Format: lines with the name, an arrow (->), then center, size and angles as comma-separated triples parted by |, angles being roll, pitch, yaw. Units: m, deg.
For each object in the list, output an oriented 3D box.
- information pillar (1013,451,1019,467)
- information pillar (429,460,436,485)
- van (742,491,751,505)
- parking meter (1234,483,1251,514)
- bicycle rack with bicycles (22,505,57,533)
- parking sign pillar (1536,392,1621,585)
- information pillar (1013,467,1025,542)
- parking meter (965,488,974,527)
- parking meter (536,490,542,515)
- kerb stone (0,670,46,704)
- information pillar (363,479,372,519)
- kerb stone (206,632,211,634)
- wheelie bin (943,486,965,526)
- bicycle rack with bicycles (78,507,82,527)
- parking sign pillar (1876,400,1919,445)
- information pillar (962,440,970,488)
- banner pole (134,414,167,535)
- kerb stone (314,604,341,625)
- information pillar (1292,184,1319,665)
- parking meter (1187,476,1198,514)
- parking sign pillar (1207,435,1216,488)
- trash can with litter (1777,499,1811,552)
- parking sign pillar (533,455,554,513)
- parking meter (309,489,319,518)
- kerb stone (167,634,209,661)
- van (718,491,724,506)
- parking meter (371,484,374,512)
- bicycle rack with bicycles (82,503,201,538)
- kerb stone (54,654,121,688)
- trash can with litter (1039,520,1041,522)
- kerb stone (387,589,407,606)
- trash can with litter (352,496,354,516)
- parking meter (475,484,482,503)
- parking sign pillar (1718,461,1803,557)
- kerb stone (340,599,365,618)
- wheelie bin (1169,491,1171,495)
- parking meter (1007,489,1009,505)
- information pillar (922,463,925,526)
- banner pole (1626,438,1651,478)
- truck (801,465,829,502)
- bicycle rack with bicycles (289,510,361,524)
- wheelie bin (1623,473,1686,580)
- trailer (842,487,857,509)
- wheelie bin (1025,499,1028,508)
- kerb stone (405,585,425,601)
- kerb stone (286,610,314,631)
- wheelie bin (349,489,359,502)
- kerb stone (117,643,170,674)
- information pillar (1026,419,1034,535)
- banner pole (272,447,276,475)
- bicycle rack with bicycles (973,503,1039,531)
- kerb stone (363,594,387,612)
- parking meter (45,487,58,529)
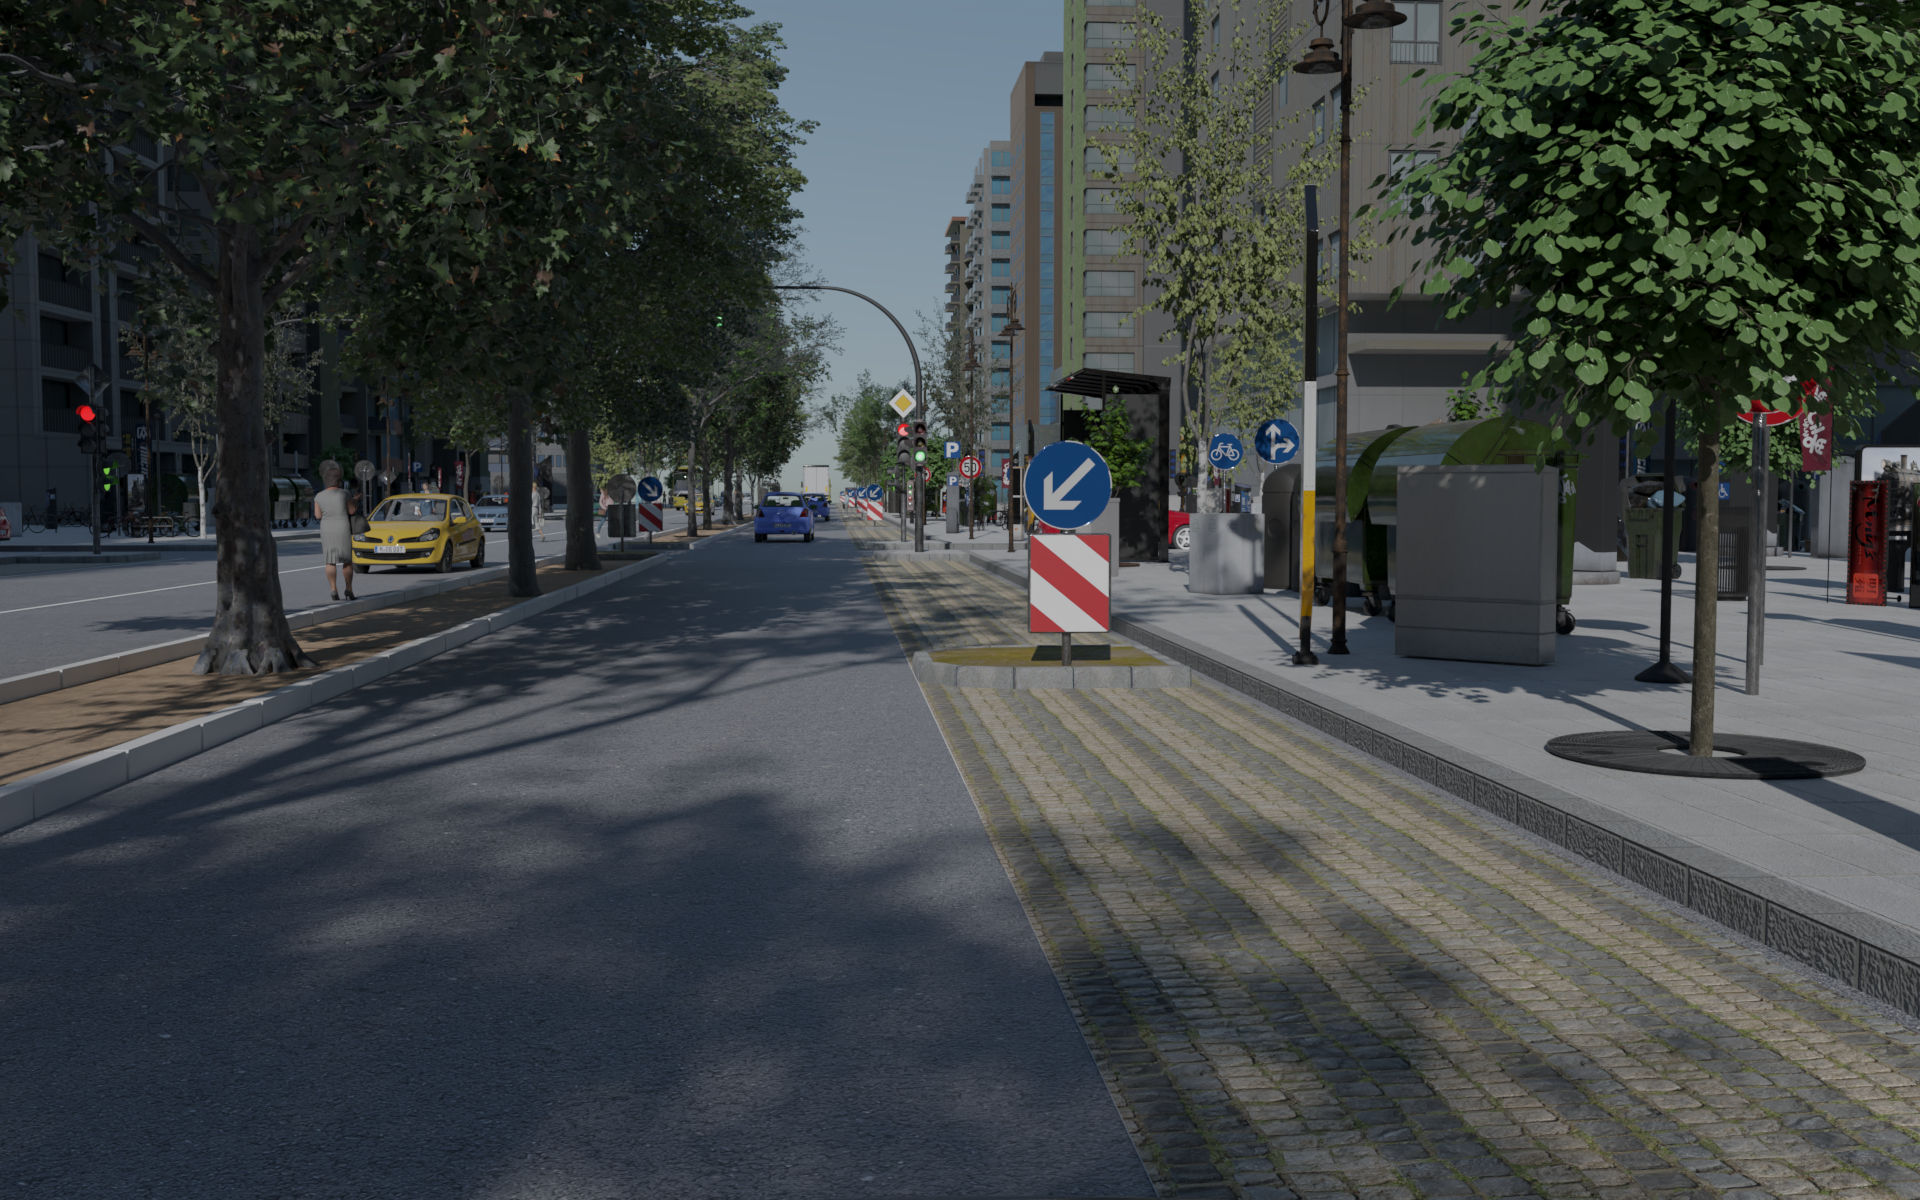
information pillar -> 2.964, -6.258, 93.670 | 0.504, 3.616, 0.183 | 2, 4, 26
information pillar -> -36.295, -7.822, 119.249 | 0.183, 3.616, 0.504 | 3, 4, 38
van -> -28.658, -13.800, 232.637 | 2.013, 2.044, 4.112 | 0, 4, -5
parking meter -> 6.417, -1.891, 39.324 | 0.372, 1.533, 0.369 | 0, 3, 0
bicycle rack with bicycles -> -31.231, -2.651, 56.728 | 2.852, 0.926, 2.925 | 2, 4, 29
parking sign pillar -> 8.810, -2.234, 25.004 | 1.447, 3.967, 1.447 | -3, 5, -41
information pillar -> 1.565, -2.591, 46.859 | 0.304, 2.012, 0.304 | 1, 4, 17
parking meter -> 0.377, -3.636, 67.860 | 0.372, 1.533, 0.369 | 0, 3, 0
parking meter -> -25.256, -5.835, 103.808 | 0.372, 1.533, 0.369 | 0, 3, 0
kerb stone -> -6.590, 0.618, 12.138 | 0.120, 0.150, 1.000 | 0, 4, -4
information pillar -> -24.631, -4.127, 71.973 | 0.304, 2.012, 0.304 | -1, 4, -10
kerb stone -> -6.900, 0.365, 16.222 | 0.120, 0.150, 1.000 | 0, 4, -4
wheelie bin -> -0.116, -3.820, 70.371 | 0.980, 1.594, 0.693 | -2, 4, -29
bicycle rack with bicycles -> -34.471, -3.326, 67.764 | 2.925, 0.926, 2.852 | -2, 4, -32
parking sign pillar -> 26.941, -3.755, 49.869 | 1.447, 3.967, 1.447 | -1, 4, -19
information pillar -> 0.302, -4.885, 71.221 | 0.504, 3.616, 0.183 | 2, 4, 29
banner pole -> -25.205, -3.909, 53.928 | 0.863, 3.779, 0.401 | -1, 4, -19
kerb stone -> -7.123, 0.178, 19.289 | 0.120, 0.150, 1.000 | 0, 4, -4
information pillar -> 2.613, -1.323, 12.984 | 0.183, 3.616, 0.504 | 1, 4, 9
parking meter -> 7.701, -3.158, 57.339 | 0.255, 1.863, 0.399 | -1, 4, -22
parking sign pillar -> 11.303, -5.516, 78.651 | 1.447, 3.967, 1.447 | 1, 4, 16
trash can with litter -> 18.755, -1.665, 38.609 | 1.055, 1.170, 0.624 | 3, 5, 44
parking sign pillar -> -28.548, -7.953, 118.507 | 1.447, 3.967, 1.447 | 0, 4, -3
parking meter -> -32.452, -4.820, 87.222 | 0.372, 1.533, 0.369 | 0, 3, 0
kerb stone -> -6.829, 0.432, 15.202 | 0.120, 0.150, 1.000 | 0, 4, -4
van -> -28.816, -12.635, 213.595 | 2.013, 2.044, 4.112 | 0, 4, -5
parking meter -> -34.142, -5.783, 100.268 | 0.399, 1.863, 0.255 | 3, 5, 43
bicycle rack with bicycles -> -23.889, -2.319, 51.297 | 2.925, 0.926, 2.852 | -1, 4, -10
kerb stone -> -6.662, 0.552, 13.164 | 0.120, 0.150, 1.000 | 0, 4, -4
trash can with litter -> 3.264, -3.394, 66.878 | 0.624, 1.170, 1.055 | 1, 4, 12
kerb stone -> -7.359, -0.001, 22.360 | 0.120, 0.150, 1.000 | 0, 4, -4
trash can with litter -> -31.222, -4.710, 88.065 | 1.678, 1.210, 2.233 | 0, 4, 2
parking meter -> -26.858, -5.562, 96.652 | 0.255, 1.863, 0.399 | 0, 4, 4
parking sign pillar -> 16.410, -2.912, 36.088 | 1.447, 3.967, 1.447 | -1, 4, -21
kerb stone -> -7.204, 0.115, 20.312 | 0.120, 0.150, 1.000 | 0, 4, -4
wheelie bin -> 9.894, -4.676, 84.367 | 0.693, 1.594, 0.980 | 1, 4, 22
parking meter -> 3.054, -6.018, 104.097 | 0.399, 1.863, 0.255 | 1, 4, 8
information pillar -> -1.597, -4.825, 70.235 | 0.183, 3.616, 0.504 | 2, 4, 24
banner pole -> 19.308, -3.638, 49.490 | 0.863, 3.779, 0.401 | 1, 4, 21
truck -> -14.339, -11.198, 171.994 | 2.839, 4.237, 11.283 | 0, 4, -6
bicycle rack with bicycles -> -26.600, -3.652, 73.084 | 2.925, 0.926, 2.852 | 3, 5, 44
wheelie bin -> 10.504, -1.119, 26.200 | 0.693, 1.594, 0.980 | -2, 4, -33
trailer -> -9.435, -8.732, 149.813 | 1.471, 1.999, 3.904 | 0, 4, -5
wheelie bin -> 2.517, -3.884, 71.418 | 0.980, 1.594, 0.693 | -3, 5, -44
kerb stone -> -7.432, -0.072, 23.383 | 0.120, 0.150, 1.000 | 0, 4, -4
kerb stone -> -7.049, 0.240, 18.269 | 0.120, 0.150, 1.000 | 0, 4, -4
wheelie bin -> -41.574, -6.772, 118.632 | 0.693, 1.594, 0.980 | 2, 4, 23
kerb stone -> -6.742, 0.490, 14.183 | 0.120, 0.150, 1.000 | 0, 4, -4
information pillar -> 2.213, -3.826, 53.918 | 0.183, 3.616, 0.504 | -1, 4, -11
banner pole -> -36.722, -6.288, 92.829 | 0.401, 3.779, 0.863 | -2, 4, -29
bicycle rack with bicycles -> 1.404, -2.864, 60.211 | 2.852, 0.926, 2.925 | 0, 4, 1
kerb stone -> -7.281, 0.053, 21.332 | 0.120, 0.150, 1.000 | 0, 4, -4
parking meter -> -33.127, -3.347, 63.142 | 0.372, 1.533, 0.369 | 0, 3, 0
